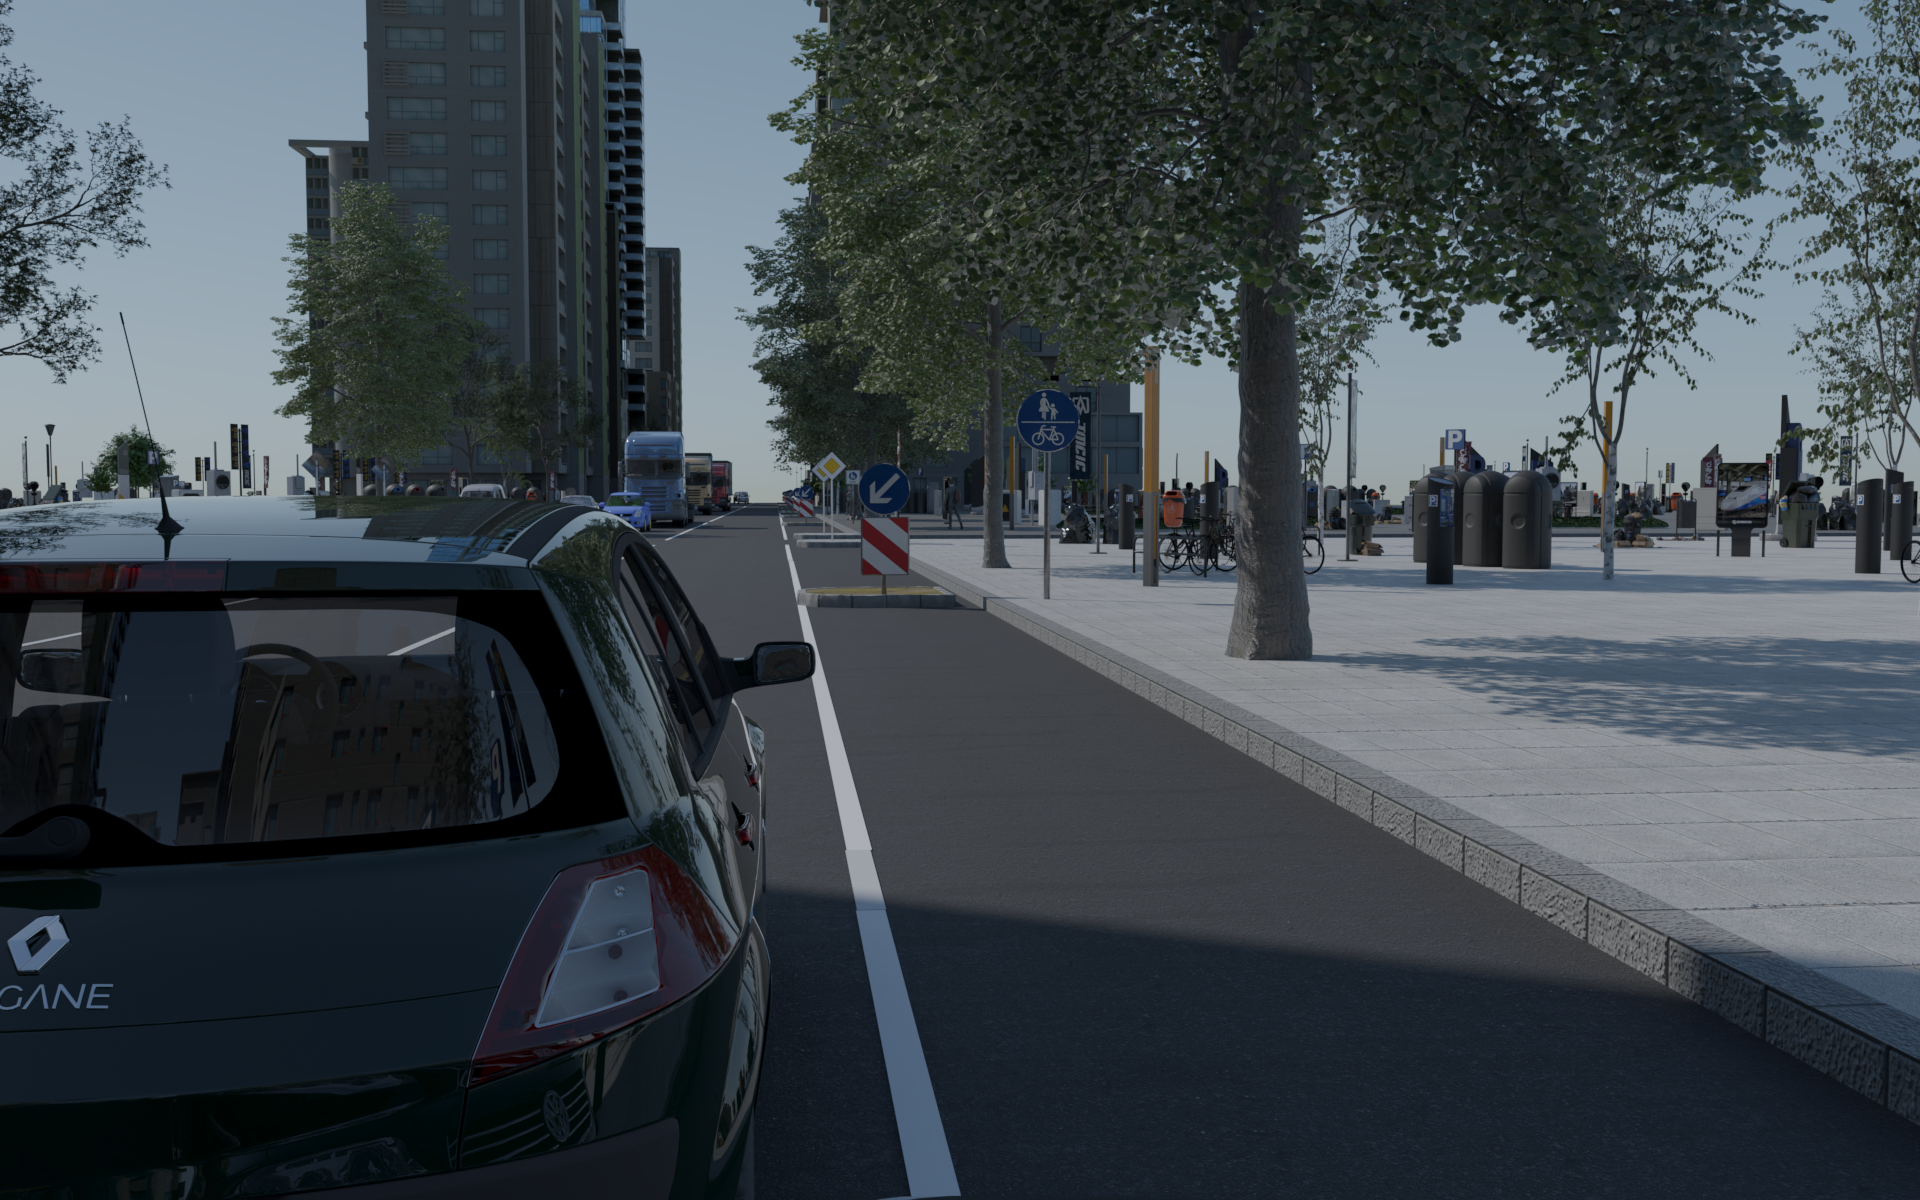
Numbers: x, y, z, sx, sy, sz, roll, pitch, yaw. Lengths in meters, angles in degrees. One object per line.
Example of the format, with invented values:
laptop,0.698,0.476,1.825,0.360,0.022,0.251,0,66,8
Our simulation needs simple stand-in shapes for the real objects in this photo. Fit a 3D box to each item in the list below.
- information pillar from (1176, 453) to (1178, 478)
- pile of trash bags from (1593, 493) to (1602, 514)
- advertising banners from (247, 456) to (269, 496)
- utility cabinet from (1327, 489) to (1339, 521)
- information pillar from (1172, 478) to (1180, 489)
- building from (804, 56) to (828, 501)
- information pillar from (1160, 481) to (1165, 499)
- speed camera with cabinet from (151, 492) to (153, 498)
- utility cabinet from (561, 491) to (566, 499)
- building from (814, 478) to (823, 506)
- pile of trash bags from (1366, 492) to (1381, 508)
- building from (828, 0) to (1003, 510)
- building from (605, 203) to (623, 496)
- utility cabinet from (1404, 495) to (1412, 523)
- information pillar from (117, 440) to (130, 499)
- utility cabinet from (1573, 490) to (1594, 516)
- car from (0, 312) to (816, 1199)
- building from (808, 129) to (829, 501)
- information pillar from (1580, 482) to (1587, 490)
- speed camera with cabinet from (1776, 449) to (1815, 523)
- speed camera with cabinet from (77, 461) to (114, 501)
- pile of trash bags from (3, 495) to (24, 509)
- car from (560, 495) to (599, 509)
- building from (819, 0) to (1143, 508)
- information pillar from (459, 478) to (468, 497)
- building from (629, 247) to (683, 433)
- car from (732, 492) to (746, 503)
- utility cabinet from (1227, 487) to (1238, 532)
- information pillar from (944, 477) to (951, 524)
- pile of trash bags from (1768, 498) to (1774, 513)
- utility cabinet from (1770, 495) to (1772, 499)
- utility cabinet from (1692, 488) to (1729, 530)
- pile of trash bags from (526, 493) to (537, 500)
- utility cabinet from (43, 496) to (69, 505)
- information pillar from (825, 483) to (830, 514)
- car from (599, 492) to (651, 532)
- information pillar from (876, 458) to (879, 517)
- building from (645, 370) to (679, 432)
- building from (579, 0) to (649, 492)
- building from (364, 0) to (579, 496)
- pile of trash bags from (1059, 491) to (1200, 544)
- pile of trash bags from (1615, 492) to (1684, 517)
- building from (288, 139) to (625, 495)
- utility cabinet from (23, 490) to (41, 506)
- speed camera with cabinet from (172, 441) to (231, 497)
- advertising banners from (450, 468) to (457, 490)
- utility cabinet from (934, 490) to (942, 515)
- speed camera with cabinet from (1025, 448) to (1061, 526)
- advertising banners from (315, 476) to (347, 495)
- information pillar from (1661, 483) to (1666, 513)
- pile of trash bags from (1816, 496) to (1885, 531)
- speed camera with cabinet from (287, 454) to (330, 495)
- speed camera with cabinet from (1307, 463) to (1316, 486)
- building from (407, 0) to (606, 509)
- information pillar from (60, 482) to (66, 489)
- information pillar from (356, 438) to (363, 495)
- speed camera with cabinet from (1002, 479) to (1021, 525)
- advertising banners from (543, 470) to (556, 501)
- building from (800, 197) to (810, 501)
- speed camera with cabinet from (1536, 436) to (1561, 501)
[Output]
information pillar,12.417,-6.595,99.187,0.183,3.616,0.504,1,4,11
pile of trash bags,47.844,-7.516,132.634,3.447,1.369,1.912,2,4,25
advertising banners,-32.156,-5.089,79.394,2.074,3.025,0.090,3,5,40
utility cabinet,16.950,-4.280,78.663,0.318,1.500,1.173,2,4,25
information pillar,10.055,-4.670,80.839,0.304,2.012,0.304,1,4,21
building,-14.948,-51.409,278.781,20.563,71.187,20.611,0,4,-6
information pillar,11.799,-5.903,101.008,0.304,2.012,0.304,0,4,3
speed camera with cabinet,-57.145,-7.959,124.469,0.660,3.252,2.038,2,4,27
utility cabinet,-27.404,-6.806,119.956,0.318,1.500,1.173,-1,4,-17
building,-0.048,-30.676,193.438,32.217,40.220,23.993,0,4,-6
pile of trash bags,22.800,-5.337,97.020,1.912,1.369,3.447,2,4,32
building,-4.034,-28.248,145.450,14.154,41.232,14.086,0,4,-6
building,-39.867,-24.008,164.229,14.160,30.474,14.107,0,4,-6
utility cabinet,20.512,-4.079,77.847,1.020,1.237,0.306,2,4,34
information pillar,-36.188,-5.115,74.977,0.183,3.616,0.504,2,4,30
utility cabinet,36.440,-5.663,101.267,0.318,1.500,1.173,-2,4,-32
car,-1.318,0.356,3.960,2.009,1.686,4.222,0,4,-7
building,-8.862,-36.896,226.951,21.300,48.544,21.600,0,4,-6
information pillar,38.166,-6.211,106.049,0.304,2.012,0.304,0,4,4
speed camera with cabinet,36.723,-4.999,76.077,2.038,3.252,0.660,-2,4,-35
speed camera with cabinet,-52.313,-6.758,104.832,2.038,3.252,0.660,0,4,5
pile of trash bags,-59.061,-5.963,107.252,1.912,1.369,3.447,3,4,37
car,-17.819,-4.173,80.592,2.083,1.381,4.827,0,4,-7
building,1.220,-35.358,167.349,28.713,52.752,27.495,0,4,-6
information pillar,-22.406,-4.508,78.198,0.304,2.012,0.304,-3,5,-43
building,-52.168,-36.398,278.706,14.154,41.232,14.086,0,4,-6
car,-34.134,-15.891,268.491,2.281,1.827,5.304,0,4,-7
utility cabinet,9.199,-2.946,56.839,0.318,1.500,1.173,3,5,42
information pillar,-0.527,-4.248,73.948,0.304,2.012,0.304,0,4,5
pile of trash bags,53.989,-6.602,117.696,1.912,1.369,3.447,-2,4,-30
utility cabinet,60.158,-7.110,127.410,1.020,1.237,0.306,3,4,39
utility cabinet,26.471,-3.203,61.054,0.318,1.500,1.173,-3,5,-41
pile of trash bags,-26.194,-5.523,100.051,3.447,1.369,1.912,-1,4,-17
utility cabinet,-39.697,-3.971,76.083,0.306,1.237,1.020,2,4,31
information pillar,-8.619,-6.603,112.446,0.304,2.012,0.304,2,4,31
car,-12.826,-3.482,66.516,1.945,1.707,3.694,0,4,-6
information pillar,-4.580,-6.281,94.049,0.504,3.616,0.183,2,4,27
building,-56.464,-25.206,257.159,27.650,21.520,28.899,0,4,-6
building,-51.151,-55.800,225.007,22.319,86.520,31.000,0,4,-6
building,-37.137,-27.571,134.382,14.154,41.232,14.086,0,4,-6
pile of trash bags,4.196,-2.143,44.794,3.447,1.369,1.912,2,4,26
pile of trash bags,34.417,-4.706,86.703,3.447,1.369,1.912,3,4,38
building,-50.516,-29.974,181.948,32.217,40.220,23.993,0,4,-6
utility cabinet,-54.253,-5.667,101.339,0.318,1.500,1.173,1,4,9
speed camera with cabinet,-28.210,-4.286,64.411,0.660,3.252,2.038,3,4,37
advertising banners,-34.302,-7.256,114.820,2.074,3.025,0.090,-2,4,-35
utility cabinet,-1.306,-5.822,103.868,0.318,1.500,1.173,0,4,7
speed camera with cabinet,3.391,-4.592,69.408,0.660,3.252,2.038,-1,4,-21
advertising banners,-41.518,-7.217,114.181,2.074,3.025,0.090,-2,4,-30
information pillar,47.594,-6.892,117.174,0.304,2.012,0.304,2,4,27
pile of trash bags,31.561,-3.162,61.454,3.447,1.369,1.912,2,4,24
speed camera with cabinet,-32.576,-5.641,86.566,0.660,3.252,2.038,3,4,36
speed camera with cabinet,23.206,-7.162,111.440,2.038,3.252,0.660,0,4,-2
building,-38.143,-28.451,148.769,14.154,41.232,14.086,0,4,-6
information pillar,-55.265,-6.255,106.756,0.304,2.012,0.304,-2,4,-30
information pillar,-24.679,-4.884,71.215,0.183,3.616,0.504,-3,5,-39
speed camera with cabinet,2.519,-4.800,72.822,2.038,3.252,0.660,2,4,25
advertising banners,-30.950,-8.096,128.559,2.074,3.025,0.090,1,4,9
building,-11.480,-38.755,253.245,23.786,49.044,30.456,0,4,-6
speed camera with cabinet,19.309,-3.944,58.823,2.038,3.252,0.660,0,4,-5
